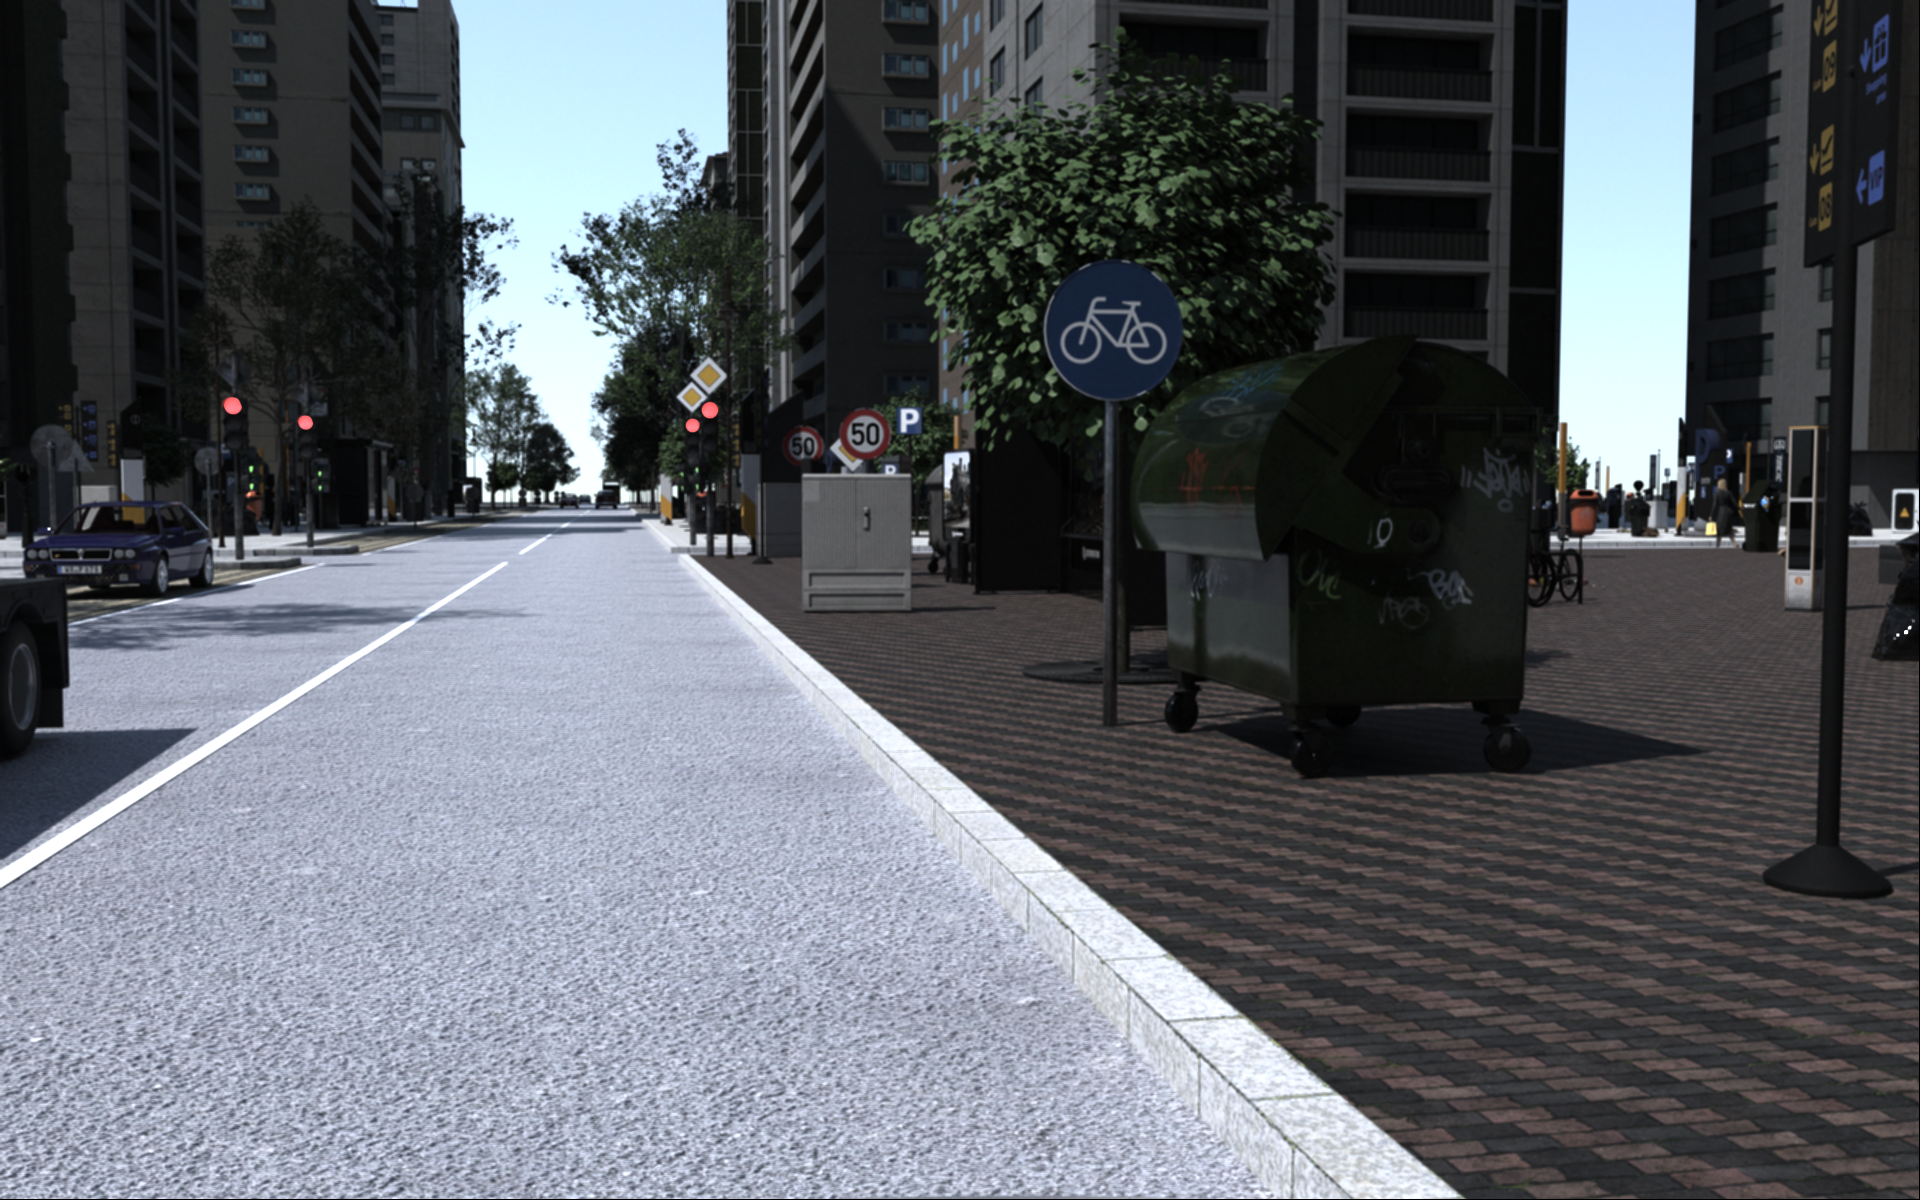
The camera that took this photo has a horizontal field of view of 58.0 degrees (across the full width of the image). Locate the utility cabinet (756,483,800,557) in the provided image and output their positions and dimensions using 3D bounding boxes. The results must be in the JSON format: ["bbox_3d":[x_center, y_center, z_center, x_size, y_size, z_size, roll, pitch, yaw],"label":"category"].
[{"bbox_3d":[-3.592,-1.623,35.215,1.173,1.500,0.318,-3,5,-44],"label":"utility cabinet"}]

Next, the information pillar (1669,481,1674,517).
[{"bbox_3d":[39.117,-5.534,94.966,0.304,2.012,0.304,-1,4,-21],"label":"information pillar"}]

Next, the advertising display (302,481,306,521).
[{"bbox_3d":[-31.353,-4.813,83.906,0.123,1.923,0.974,3,5,42],"label":"advertising display"}]

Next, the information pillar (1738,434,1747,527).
[{"bbox_3d":[30.596,-4.669,67.688,0.183,3.616,0.504,3,5,40],"label":"information pillar"}]

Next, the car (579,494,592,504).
[{"bbox_3d":[-54.202,-14.570,250.216,2.014,1.417,4.499,-1,4,-11],"label":"car"}]

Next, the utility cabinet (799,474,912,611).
[{"bbox_3d":[-1.115,-0.617,18.771,1.173,1.500,0.318,0,4,-3],"label":"utility cabinet"}]

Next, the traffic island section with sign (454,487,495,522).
[{"bbox_3d":[-25.374,-5.008,90.515,1.989,1.847,2.006,-1,4,-11],"label":"traffic island section with sign"}]

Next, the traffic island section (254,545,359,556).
[{"bbox_3d":[-15.625,-1.182,41.612,2.009,0.180,2.903,-1,4,-11],"label":"traffic island section"}]

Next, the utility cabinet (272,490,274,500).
[{"bbox_3d":[-40.341,-5.655,101.142,0.318,1.500,1.173,-2,4,-31],"label":"utility cabinet"}]

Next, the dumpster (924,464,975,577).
[{"bbox_3d":[0.202,-1.330,27.500,1.264,1.857,1.865,-1,4,-11],"label":"dumpster"}]

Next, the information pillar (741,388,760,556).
[{"bbox_3d":[-4.337,-2.740,36.156,0.504,3.616,0.183,-3,5,-40],"label":"information pillar"}]

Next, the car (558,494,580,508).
[{"bbox_3d":[-39.801,-10.239,176.448,2.155,1.783,4.494,-1,4,-10],"label":"car"}]

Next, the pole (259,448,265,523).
[{"bbox_3d":[-30.909,-5.068,76.700,0.158,3.312,0.155,0,3,0],"label":"pole"}]

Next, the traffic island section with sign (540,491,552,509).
[{"bbox_3d":[-40.389,-9.622,165.944,1.989,1.847,2.006,-1,4,-11],"label":"traffic island section with sign"}]

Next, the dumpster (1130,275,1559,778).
[{"bbox_3d":[1.838,-0.374,8.603,1.502,2.255,1.985,-1,4,-11],"label":"dumpster"}]

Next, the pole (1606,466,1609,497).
[{"bbox_3d":[46.781,-8.029,125.111,0.158,3.312,0.155,0,3,0],"label":"pole"}]

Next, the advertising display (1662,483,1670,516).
[{"bbox_3d":[41.157,-5.829,100.515,0.974,1.923,0.123,-1,4,-19],"label":"advertising display"}]

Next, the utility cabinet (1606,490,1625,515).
[{"bbox_3d":[40.388,-5.995,106.699,1.173,1.500,0.318,-1,4,-23],"label":"utility cabinet"}]

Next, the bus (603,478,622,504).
[{"bbox_3d":[-52.019,-16.347,258.815,2.896,3.916,12.252,-1,4,-11],"label":"bus"}]

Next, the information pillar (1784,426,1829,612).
[{"bbox_3d":[9.245,-0.883,18.926,0.304,2.012,0.304,-3,5,-43],"label":"information pillar"}]

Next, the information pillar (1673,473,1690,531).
[{"bbox_3d":[25.180,-3.415,60.330,0.304,2.012,0.304,-2,4,-27],"label":"information pillar"}]

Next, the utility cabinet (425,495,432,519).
[{"bbox_3d":[-27.089,-4.716,88.268,0.306,1.237,1.020,-1,4,-14],"label":"utility cabinet"}]

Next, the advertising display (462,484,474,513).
[{"bbox_3d":[-32.596,-6.705,114.839,0.974,1.923,0.123,2,4,31],"label":"advertising display"}]

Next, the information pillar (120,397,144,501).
[{"bbox_3d":[-19.834,-3.069,41.539,0.183,3.616,0.504,3,5,45],"label":"information pillar"}]

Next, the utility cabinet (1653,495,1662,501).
[{"bbox_3d":[41.029,-5.511,101.260,1.020,1.237,0.306,1,4,13],"label":"utility cabinet"}]

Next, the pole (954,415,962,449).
[{"bbox_3d":[-0.055,-3.131,45.033,0.158,3.312,0.155,0,3,0],"label":"pole"}]

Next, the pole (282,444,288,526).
[{"bbox_3d":[-27.324,-4.663,70.088,0.158,3.312,0.155,0,3,0],"label":"pole"}]

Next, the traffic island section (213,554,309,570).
[{"bbox_3d":[-14.066,-0.703,33.780,2.009,0.180,2.903,-1,4,-11],"label":"traffic island section"}]

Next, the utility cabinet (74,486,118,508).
[{"bbox_3d":[-23.226,-2.316,46.546,1.173,1.500,0.318,1,4,17],"label":"utility cabinet"}]

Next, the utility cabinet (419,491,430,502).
[{"bbox_3d":[-33.685,-6.088,108.215,0.318,1.500,1.173,3,4,39],"label":"utility cabinet"}]

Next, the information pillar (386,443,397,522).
[{"bbox_3d":[-26.214,-5.400,79.647,0.183,3.616,0.504,3,4,37],"label":"information pillar"}]

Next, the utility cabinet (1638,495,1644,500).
[{"bbox_3d":[34.511,-4.685,87.756,0.306,1.237,1.020,1,4,22],"label":"utility cabinet"}]

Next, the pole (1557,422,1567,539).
[{"bbox_3d":[17.182,-3.398,49.396,0.158,3.312,0.155,0,3,0],"label":"pole"}]

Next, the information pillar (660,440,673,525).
[{"bbox_3d":[-12.074,-4.884,71.205,0.504,3.616,0.183,0,4,5],"label":"information pillar"}]

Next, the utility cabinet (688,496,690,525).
[{"bbox_3d":[-10.982,-3.705,71.744,0.306,1.237,1.020,-2,4,-27],"label":"utility cabinet"}]

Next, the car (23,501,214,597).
[{"bbox_3d":[-12.080,-0.760,25.005,1.945,1.354,3.894,-1,4,-10],"label":"car"}]

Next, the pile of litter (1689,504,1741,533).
[{"bbox_3d":[25.138,-2.650,57.288,1.176,0.858,1.719,-1,4,-19],"label":"pile of litter"}]

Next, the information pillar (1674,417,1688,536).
[{"bbox_3d":[21.953,-3.751,52.683,0.183,3.616,0.504,0,4,1],"label":"information pillar"}]

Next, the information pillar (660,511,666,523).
[{"bbox_3d":[-12.968,-4.380,76.100,0.304,2.012,0.304,1,4,16],"label":"information pillar"}]

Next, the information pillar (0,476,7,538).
[{"bbox_3d":[-28.299,-2.848,51.061,0.304,2.012,0.304,-2,4,-34],"label":"information pillar"}]

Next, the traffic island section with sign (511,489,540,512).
[{"bbox_3d":[-35.025,-7.973,138.990,1.989,1.847,2.006,-1,4,-11],"label":"traffic island section with sign"}]

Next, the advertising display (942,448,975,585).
[{"bbox_3d":[-0.002,-1.195,24.760,0.123,1.923,0.974,-2,4,-25],"label":"advertising display"}]

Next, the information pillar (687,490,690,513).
[{"bbox_3d":[-18.442,-6.938,117.925,0.304,2.012,0.304,-2,4,-27],"label":"information pillar"}]

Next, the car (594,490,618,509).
[{"bbox_3d":[-34.332,-9.746,168.025,2.281,1.827,5.304,-1,4,-13],"label":"car"}]

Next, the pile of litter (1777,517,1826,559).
[{"bbox_3d":[16.940,-1.267,34.678,1.719,0.858,1.176,-2,4,-35],"label":"pile of litter"}]

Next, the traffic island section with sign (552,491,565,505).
[{"bbox_3d":[-51.197,-12.944,220.260,1.989,1.847,2.006,-1,4,-11],"label":"traffic island section with sign"}]

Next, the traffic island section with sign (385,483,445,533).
[{"bbox_3d":[-20.073,-3.379,63.869,1.989,1.847,2.006,-1,4,-11],"label":"traffic island section with sign"}]

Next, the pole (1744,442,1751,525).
[{"bbox_3d":[31.006,-4.546,68.168,0.158,3.312,0.155,0,3,0],"label":"pole"}]

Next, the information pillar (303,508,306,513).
[{"bbox_3d":[-42.481,-6.599,112.384,0.304,2.012,0.304,-1,4,-17],"label":"information pillar"}]
